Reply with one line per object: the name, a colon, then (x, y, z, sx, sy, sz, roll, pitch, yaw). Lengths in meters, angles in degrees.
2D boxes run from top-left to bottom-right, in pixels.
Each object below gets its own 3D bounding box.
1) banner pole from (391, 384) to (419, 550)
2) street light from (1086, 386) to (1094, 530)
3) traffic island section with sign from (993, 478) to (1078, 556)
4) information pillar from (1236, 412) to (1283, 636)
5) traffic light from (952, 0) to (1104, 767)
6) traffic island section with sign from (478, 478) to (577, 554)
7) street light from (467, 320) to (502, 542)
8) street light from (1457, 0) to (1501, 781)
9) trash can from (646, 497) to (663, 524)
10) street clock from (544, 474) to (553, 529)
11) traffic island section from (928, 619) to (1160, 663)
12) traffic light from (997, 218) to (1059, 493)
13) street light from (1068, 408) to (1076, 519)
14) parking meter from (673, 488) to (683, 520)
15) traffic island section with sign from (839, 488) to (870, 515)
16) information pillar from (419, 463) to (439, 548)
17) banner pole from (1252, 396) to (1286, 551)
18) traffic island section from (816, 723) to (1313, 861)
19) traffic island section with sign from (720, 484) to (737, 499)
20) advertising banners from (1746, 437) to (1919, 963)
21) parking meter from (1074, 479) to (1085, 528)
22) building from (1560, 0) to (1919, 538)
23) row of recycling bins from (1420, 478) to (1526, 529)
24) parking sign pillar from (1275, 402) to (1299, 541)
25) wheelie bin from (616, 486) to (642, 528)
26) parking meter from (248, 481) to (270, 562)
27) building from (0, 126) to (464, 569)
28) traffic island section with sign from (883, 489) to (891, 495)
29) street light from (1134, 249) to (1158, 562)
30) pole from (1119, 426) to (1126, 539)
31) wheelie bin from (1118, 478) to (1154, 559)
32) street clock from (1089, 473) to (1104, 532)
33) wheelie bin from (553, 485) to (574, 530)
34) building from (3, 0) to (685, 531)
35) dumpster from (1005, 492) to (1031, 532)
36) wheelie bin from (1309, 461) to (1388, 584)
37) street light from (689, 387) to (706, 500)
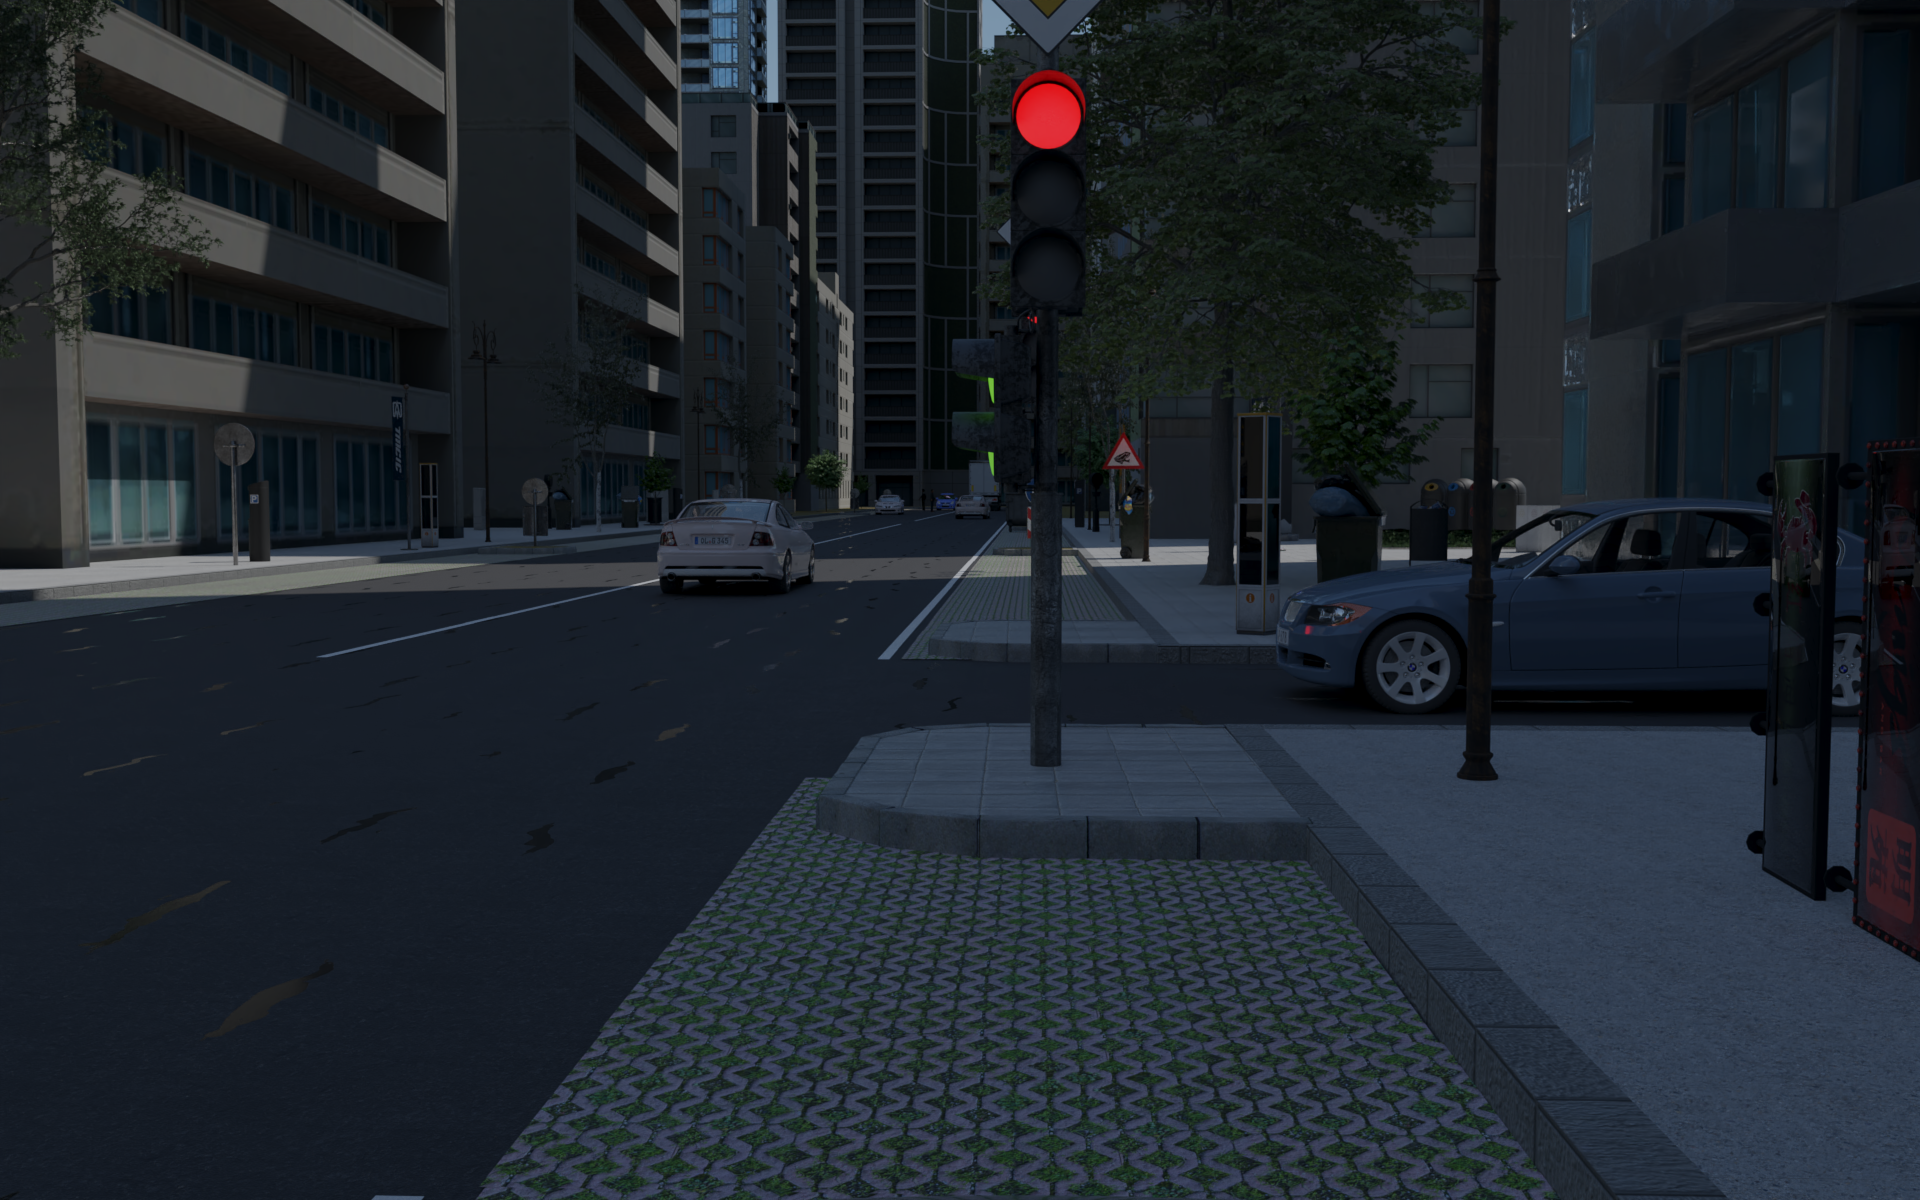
banner pole: (-12.653, -3.014, 39.295, 0.401, 3.779, 0.863, 1, 4, 13)
street light: (4.638, -5.446, 61.836, 0.468, 5.910, 1.993, 0, 4, 2)
traffic island section with sign: (1.772, -1.965, 40.762, 1.989, 1.847, 2.006, 0, 4, 2)
information pillar: (2.729, -0.693, 15.818, 0.304, 2.012, 0.304, 3, 4, 38)
traffic light: (0.388, -1.173, 8.094, 0.839, 4.253, 0.868, 0, 4, 2)
traffic island section with sign: (-10.353, -2.026, 41.750, 1.989, 1.847, 2.006, 0, 4, 2)
street light: (-12.603, -4.483, 46.078, 0.468, 5.910, 1.993, 0, 4, 2)
street light: (2.339, -2.132, 7.649, 0.468, 5.910, 1.993, 0, 4, 2)
trash can: (-13.212, -3.872, 74.954, 0.748, 1.137, 0.748, 0, 3, 0)
street clock: (-15.139, -3.619, 63.736, 0.358, 2.002, 0.471, 0, 4, -1)
traffic island section: (0.758, 0.373, 16.184, 2.009, 0.180, 2.903, 0, 4, 2)
traffic light: (0.719, -1.661, 16.072, 0.839, 4.253, 0.868, 0, 4, 2)
street light: (5.827, -7.213, 90.721, 0.468, 5.910, 1.993, 0, 4, 2)
parking meter: (-11.217, -3.696, 68.839, 0.372, 1.533, 0.369, 0, 3, 0)
traffic island section with sign: (-7.173, -6.712, 118.363, 1.989, 1.847, 2.006, 0, 4, 2)
information pillar: (-12.675, -2.255, 41.355, 0.304, 2.012, 0.304, 1, 4, 12)
banner pole: (6.956, -3.002, 39.093, 0.863, 3.779, 0.401, 2, 4, 24)
traffic island section: (0.428, 0.861, 8.206, 2.009, 0.180, 2.903, 0, 4, 2)
traffic island section with sign: (-9.233, -3.686, 68.888, 1.989, 1.847, 2.006, 0, 4, 2)
advertising banners: (2.667, -0.531, 4.870, 0.090, 3.025, 2.074, 0, 4, 5)
parking meter: (4.583, -3.719, 66.509, 0.399, 1.863, 0.255, 1, 4, 14)
building: (24.637, -24.716, 23.714, 30.456, 49.044, 23.786, 0, 4, 2)
row of recycling bins: (13.453, -2.346, 45.472, 1.069, 1.692, 3.534, -2, 4, -27)
parking sign pillar: (8.587, -3.612, 47.535, 1.447, 3.967, 1.447, 3, 5, 44)
wheelie bin: (-12.540, -3.536, 65.718, 0.980, 1.594, 0.693, 0, 4, -5)
parking meter: (-13.313, -1.497, 32.892, 0.372, 1.533, 0.369, 0, 3, 0)
building: (-25.566, -25.405, 39.078, 21.300, 48.544, 21.600, 0, 4, 2)
traffic island section with sign: (-6.062, -8.363, 145.368, 1.989, 1.847, 2.006, 0, 4, 2)
street light: (3.531, -3.662, 32.658, 0.468, 5.910, 1.993, 0, 4, 2)
pole: (4.692, -3.431, 49.932, 0.158, 3.312, 0.155, 0, 3, 0)
wheelie bin: (3.513, -1.631, 34.579, 0.693, 1.594, 0.980, 1, 4, 9)
street clock: (4.600, -3.301, 58.549, 0.471, 2.002, 0.358, -2, 4, -25)
wheelie bin: (-14.231, -3.316, 62.128, 0.693, 1.594, 0.980, 0, 4, -7)
building: (-24.820, -27.611, 75.142, 21.300, 48.544, 21.600, 0, 4, 2)
dumpster: (2.599, -3.462, 64.824, 1.865, 1.857, 1.264, 0, 4, 3)
wheelie bin: (3.709, -0.530, 16.571, 0.693, 1.594, 0.980, 1, 4, 18)
street light: (-11.312, -6.248, 74.945, 0.468, 5.910, 1.993, 0, 4, 2)
